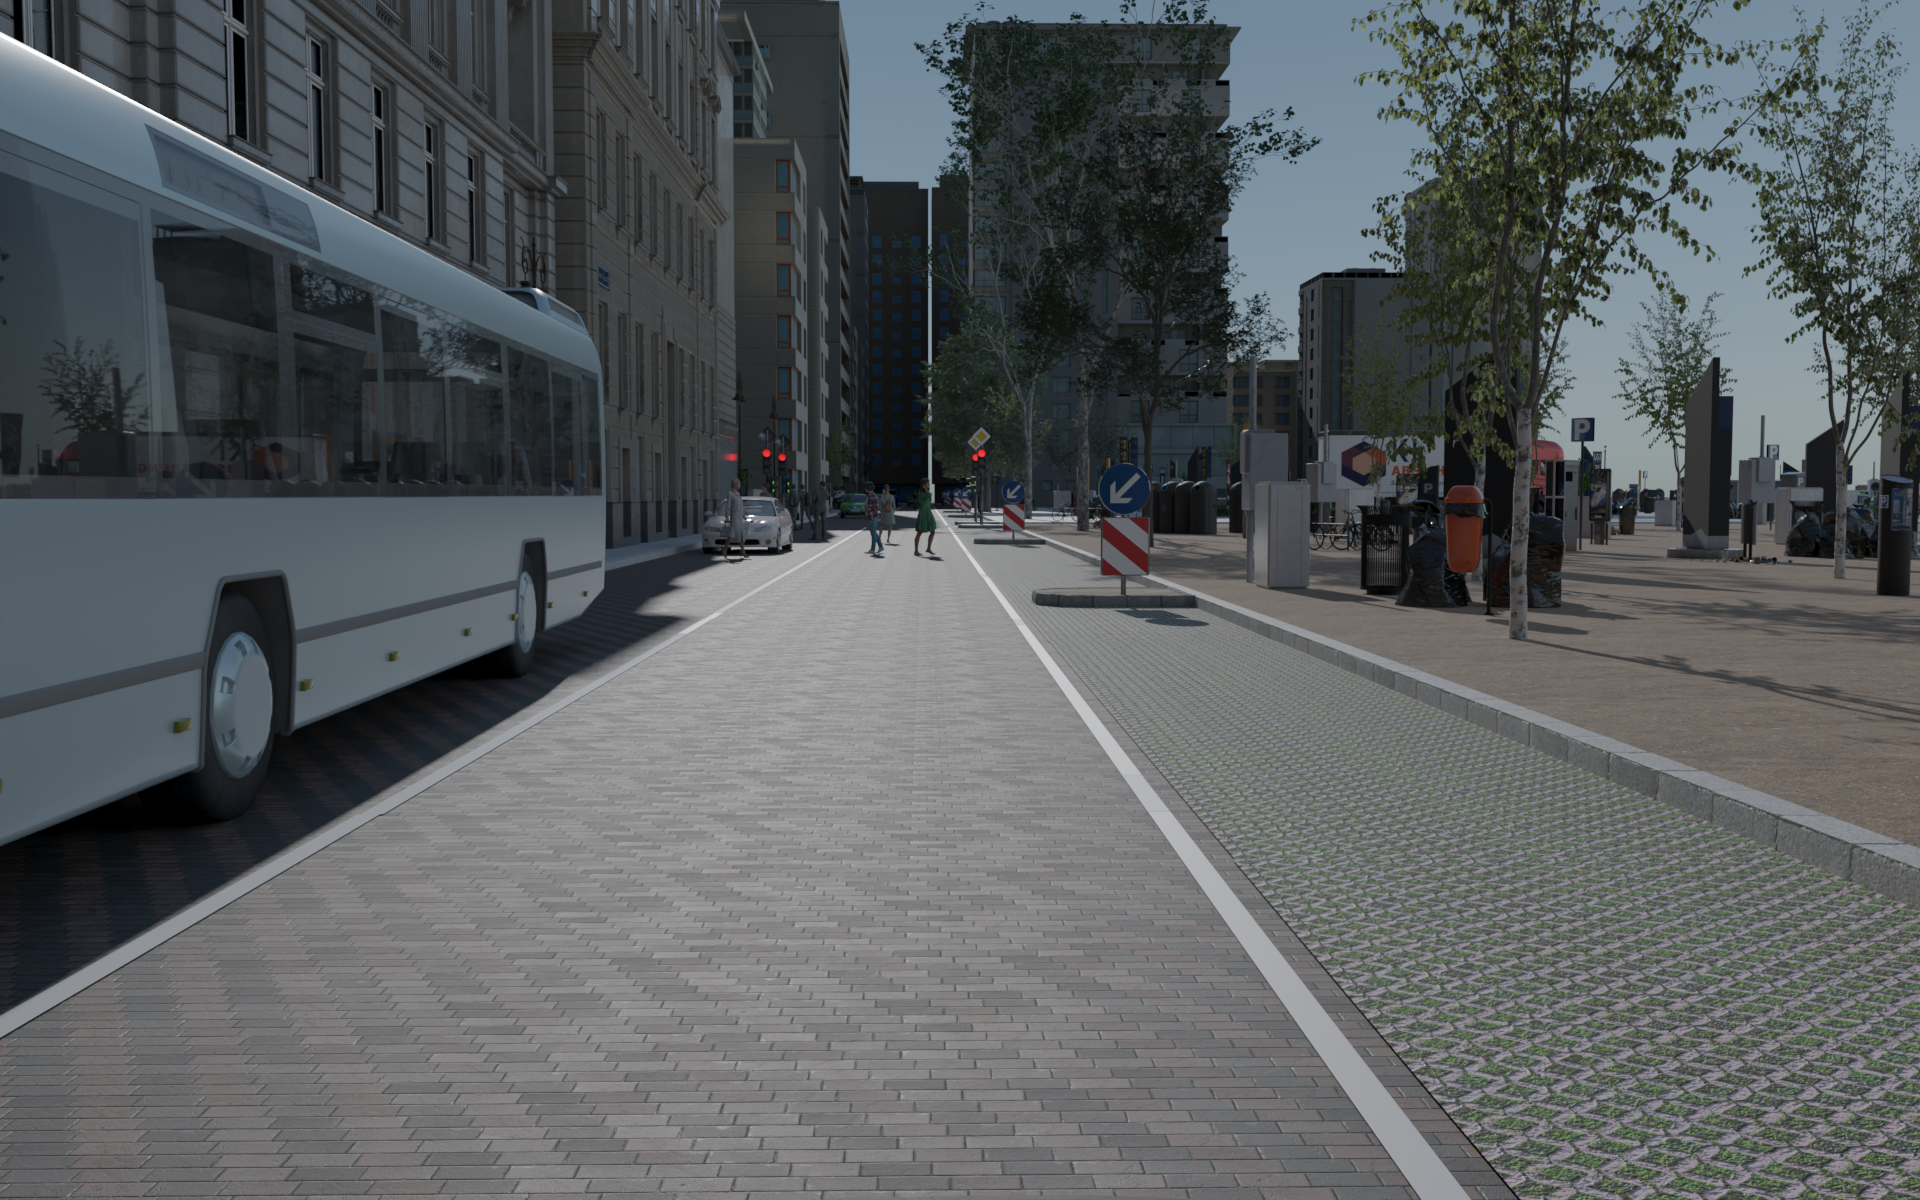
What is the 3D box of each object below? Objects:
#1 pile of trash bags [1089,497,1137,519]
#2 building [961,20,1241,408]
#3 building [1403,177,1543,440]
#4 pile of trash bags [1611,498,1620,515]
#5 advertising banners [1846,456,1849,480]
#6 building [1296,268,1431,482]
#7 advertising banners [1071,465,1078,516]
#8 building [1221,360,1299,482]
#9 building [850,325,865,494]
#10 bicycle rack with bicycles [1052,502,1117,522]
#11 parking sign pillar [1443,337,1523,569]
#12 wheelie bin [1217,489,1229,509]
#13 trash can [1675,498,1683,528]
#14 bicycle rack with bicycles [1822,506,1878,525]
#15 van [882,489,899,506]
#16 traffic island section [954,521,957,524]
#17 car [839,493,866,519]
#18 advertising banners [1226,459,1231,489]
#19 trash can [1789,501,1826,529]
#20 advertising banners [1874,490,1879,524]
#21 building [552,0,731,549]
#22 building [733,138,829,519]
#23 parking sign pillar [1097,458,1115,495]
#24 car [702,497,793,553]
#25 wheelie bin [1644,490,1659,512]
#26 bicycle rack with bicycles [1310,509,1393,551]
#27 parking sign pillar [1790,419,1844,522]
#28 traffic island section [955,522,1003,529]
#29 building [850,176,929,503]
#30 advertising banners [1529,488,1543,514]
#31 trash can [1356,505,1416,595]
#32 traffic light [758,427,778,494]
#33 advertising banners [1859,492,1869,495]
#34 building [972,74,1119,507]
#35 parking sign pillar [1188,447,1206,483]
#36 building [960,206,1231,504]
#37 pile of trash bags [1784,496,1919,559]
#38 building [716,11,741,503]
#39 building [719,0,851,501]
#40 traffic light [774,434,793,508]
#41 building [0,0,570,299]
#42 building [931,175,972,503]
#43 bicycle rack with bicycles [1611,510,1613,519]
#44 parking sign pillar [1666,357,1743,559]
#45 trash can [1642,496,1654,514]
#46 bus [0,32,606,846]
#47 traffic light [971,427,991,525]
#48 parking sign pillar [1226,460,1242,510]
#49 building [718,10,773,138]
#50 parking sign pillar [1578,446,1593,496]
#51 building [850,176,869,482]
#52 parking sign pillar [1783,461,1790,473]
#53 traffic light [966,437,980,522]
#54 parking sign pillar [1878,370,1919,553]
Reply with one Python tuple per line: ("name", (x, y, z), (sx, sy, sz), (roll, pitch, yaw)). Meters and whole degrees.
("pile of trash bags", (7.730, -4.904, 89.927), (3.447, 1.369, 1.912), (1, 4, 12))
("building", (14.700, -36.924, 192.939), (28.713, 52.752, 27.495), (0, 4, -1))
("building", (66.441, -33.175, 225.998), (14.086, 41.232, 14.154), (0, 4, -1))
("pile of trash bags", (38.941, -5.887, 106.008), (3.447, 1.369, 1.912), (-2, 4, -33))
("advertising banners", (41.031, -5.224, 81.606), (0.090, 3.025, 2.074), (-1, 4, -16))
("building", (52.306, -27.769, 225.725), (14.107, 30.474, 14.160), (0, 4, -1))
("advertising banners", (6.762, -6.408, 100.966), (0.090, 3.025, 2.074), (1, 4, 12))
("building", (52.123, -25.037, 254.400), (28.899, 21.520, 27.650), (0, 4, -1))
("building", (-24.897, -21.178, 191.297), (27.650, 21.520, 28.899), (0, 4, -1))
("bicycle rack with bicycles", (6.140, -4.182, 81.761), (2.925, 0.926, 2.852), (2, 4, 33))
("parking sign pillar", (9.140, -2.553, 30.218), (1.447, 3.967, 1.447), (3, 5, 40))
("wheelie bin", (14.755, -5.521, 98.180), (0.980, 1.594, 0.693), (0, 4, 0))
("trash can", (27.783, -3.350, 66.430), (0.748, 1.137, 0.748), (0, 3, 0))
("bicycle rack with bicycles", (26.953, -2.386, 52.392), (2.925, 0.926, 2.852), (-1, 4, -13))
("van", (-8.279, -12.255, 204.755), (2.240, 2.365, 5.245), (0, 4, -1))
("traffic island section", (0.753, -3.568, 80.620), (2.009, 0.180, 2.903), (0, 4, -1))
("car", (-6.211, -5.757, 102.921), (1.959, 1.807, 4.718), (0, 4, -3))
("advertising banners", (13.576, -5.462, 85.498), (0.090, 3.025, 2.074), (-1, 4, -16))
("trash can", (18.367, -1.586, 37.584), (0.748, 1.137, 0.748), (0, 3, 0))
("advertising banners", (32.538, -3.964, 61.003), (0.090, 3.025, 2.074), (1, 4, 13))
("building", (-13.935, -15.401, 49.067), (12.463, 27.353, 25.104), (0, 4, -1))
("building", (-22.142, -15.504, 98.537), (27.650, 21.520, 28.899), (0, 4, -1))
("parking sign pillar", (10.701, -8.476, 127.056), (1.447, 3.967, 1.447), (0, 4, -7))
("car", (-5.266, -1.893, 43.307), (2.083, 1.381, 4.827), (0, 4, 1))
("wheelie bin", (48.386, -6.926, 121.148), (0.980, 1.594, 0.693), (1, 4, 20))
("bicycle rack with bicycles", (9.018, -1.618, 39.841), (2.852, 0.926, 2.925), (-2, 4, -28))
("parking sign pillar", (31.164, -4.535, 62.620), (1.447, 3.967, 1.447), (0, 4, 2))
("traffic island section", (0.919, -3.080, 72.637), (2.009, 0.180, 2.903), (0, 4, -1))
("building", (-11.608, -36.482, 246.597), (14.200, 45.320, 14.600), (0, 4, -1))
("advertising banners", (36.909, -7.142, 112.962), (2.074, 3.025, 0.090), (0, 4, -7))
("trash can", (5.446, -0.644, 22.189), (0.748, 1.137, 0.748), (0, 3, 0))
("traffic light", (-8.030, -5.101, 72.322), (0.839, 4.253, 0.868), (0, 4, -1))
("advertising banners", (49.778, -5.971, 93.812), (2.074, 3.025, 0.090), (1, 4, 18))
("building", (8.156, -29.896, 172.400), (14.154, 41.232, 14.086), (0, 4, -1))
("parking sign pillar", (13.497, -6.781, 99.335), (1.447, 3.967, 1.447), (-1, 4, -16))
("building", (16.248, -32.243, 219.055), (32.217, 40.220, 23.993), (0, 4, -1))
("pile of trash bags", (18.702, -1.546, 35.032), (3.447, 1.369, 1.912), (0, 4, 1))
("building", (-18.005, -13.293, 66.484), (18.267, 20.994, 9.793), (0, 4, -1))
("building", (-21.601, -33.127, 165.332), (21.300, 48.544, 21.600), (0, 4, -1))
("traffic light", (-8.196, -5.589, 80.306), (0.839, 4.253, 0.868), (0, 4, -1))
("building", (-14.180, -11.186, 24.689), (13.314, 21.916, 24.055), (0, 4, -1))
("building", (3.074, -36.428, 245.712), (14.200, 45.320, 14.600), (0, 4, -1))
("bicycle rack with bicycles", (30.111, -4.280, 83.364), (2.852, 0.926, 2.925), (-3, 5, -40))
("parking sign pillar", (15.013, -2.833, 34.785), (1.447, 3.967, 1.447), (0, 4, 1))
("trash can", (45.247, -6.253, 113.886), (0.748, 1.137, 0.748), (0, 3, 0))
("bus", (-4.489, -0.945, 10.318), (2.948, 3.499, 13.247), (0, 4, -2))
("traffic light", (0.879, -5.113, 72.522), (0.839, 4.253, 0.868), (0, 4, -1))
("parking sign pillar", (20.047, -8.396, 125.743), (1.447, 3.967, 1.447), (1, 4, 22))
("building", (-27.891, -27.124, 135.357), (32.217, 40.220, 23.993), (0, 4, -1))
("parking sign pillar", (34.919, -6.607, 96.489), (1.447, 3.967, 1.447), (0, 4, -6))
("building", (-18.868, -33.052, 224.000), (14.086, 41.232, 14.154), (0, 4, -1))
("parking sign pillar", (67.573, -9.322, 140.893), (1.447, 3.967, 1.447), (3, 4, 39))
("traffic light", (0.713, -5.602, 80.506), (0.839, 4.253, 0.868), (0, 4, -1))
("parking sign pillar", (20.872, -3.058, 38.464), (1.447, 3.967, 1.447), (1, 4, 11))
